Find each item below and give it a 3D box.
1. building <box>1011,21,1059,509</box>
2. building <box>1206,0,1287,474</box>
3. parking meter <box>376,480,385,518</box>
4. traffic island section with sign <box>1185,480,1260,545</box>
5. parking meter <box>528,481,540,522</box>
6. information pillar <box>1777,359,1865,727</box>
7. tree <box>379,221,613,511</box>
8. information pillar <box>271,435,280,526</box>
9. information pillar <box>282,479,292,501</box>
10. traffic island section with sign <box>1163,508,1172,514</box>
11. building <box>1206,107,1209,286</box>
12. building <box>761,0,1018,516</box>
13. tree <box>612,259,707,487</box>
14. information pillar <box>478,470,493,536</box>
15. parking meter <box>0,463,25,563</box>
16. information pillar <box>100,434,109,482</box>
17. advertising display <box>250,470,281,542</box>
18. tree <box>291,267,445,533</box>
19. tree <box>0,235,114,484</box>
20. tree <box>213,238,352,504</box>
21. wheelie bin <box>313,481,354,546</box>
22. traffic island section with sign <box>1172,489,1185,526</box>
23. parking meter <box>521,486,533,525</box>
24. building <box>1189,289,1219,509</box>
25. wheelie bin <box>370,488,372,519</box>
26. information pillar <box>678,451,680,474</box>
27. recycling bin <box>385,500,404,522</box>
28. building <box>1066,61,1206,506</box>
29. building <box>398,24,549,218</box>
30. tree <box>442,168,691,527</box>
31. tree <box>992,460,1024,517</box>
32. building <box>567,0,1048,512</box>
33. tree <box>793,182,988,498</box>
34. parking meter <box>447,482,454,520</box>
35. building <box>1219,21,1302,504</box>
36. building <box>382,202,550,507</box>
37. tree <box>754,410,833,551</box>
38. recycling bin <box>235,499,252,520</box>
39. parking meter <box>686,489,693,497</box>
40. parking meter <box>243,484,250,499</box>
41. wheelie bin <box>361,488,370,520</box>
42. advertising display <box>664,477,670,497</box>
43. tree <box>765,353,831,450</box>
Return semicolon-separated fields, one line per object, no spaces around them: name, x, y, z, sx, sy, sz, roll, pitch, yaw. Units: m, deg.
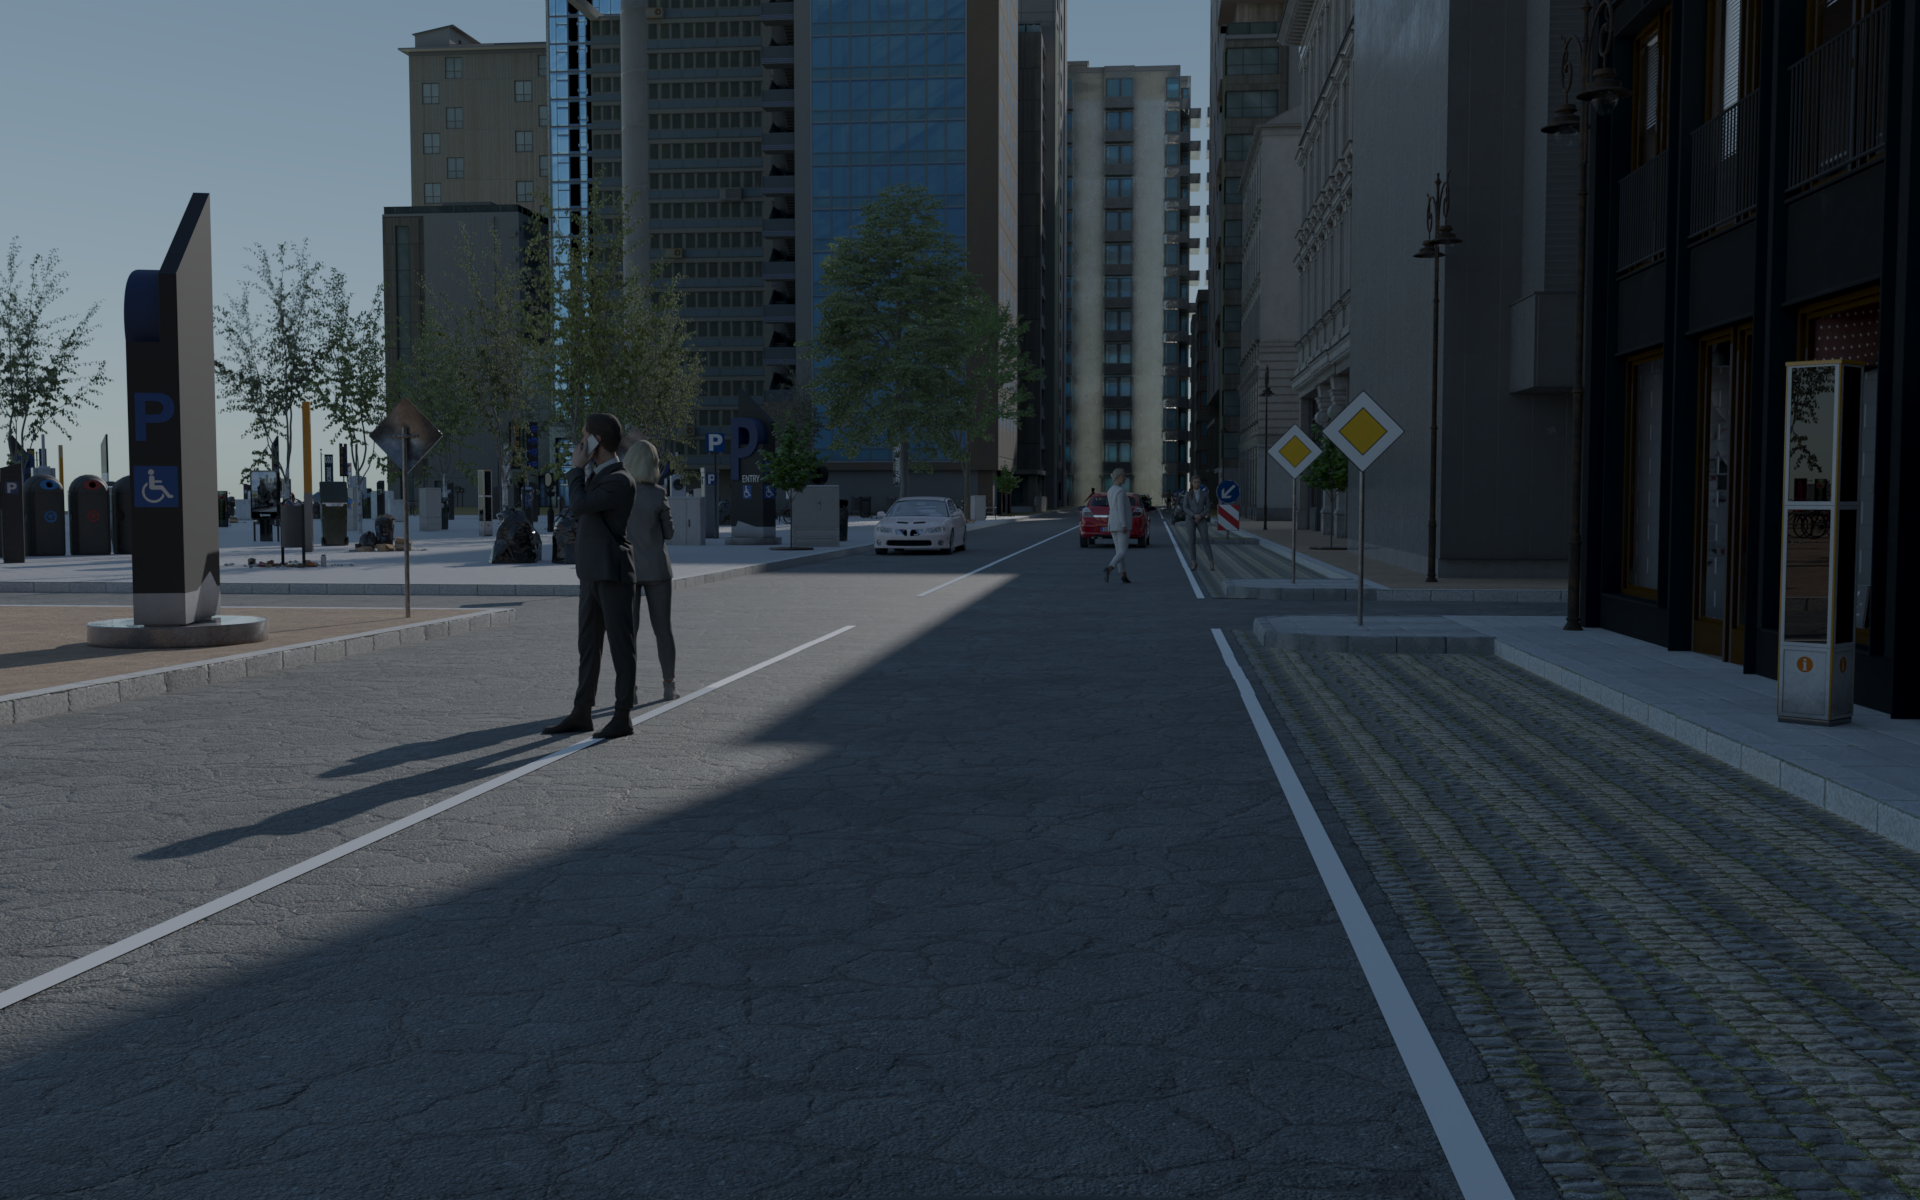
building;0.882;-28.283;146.029;14.154;41.232;14.086;0;4;6
building;32.591;-33.061;129.785;28.713;52.752;27.495;0;4;6
parking meter;-24.621;-4.154;73.636;0.255;1.863;0.399;0;4;-3
traffic island section with sign;7.567;-2.518;49.794;1.989;1.847;2.006;0;4;6
parking meter;-19.562;-4.510;79.445;0.399;1.863;0.255;1;4;9
information pillar;4.801;-0.317;9.668;0.304;2.012;0.304;-3;5;-40
tree;-12.371;-5.866;46.267;4.360;8.622;3.978;0;3;0
information pillar;-27.240;-4.748;68.977;0.183;3.616;0.504;0;4;6
information pillar;-32.119;-4.781;82.657;0.304;2.012;0.304;2;4;32
traffic island section with sign;15.985;-7.179;125.997;1.989;1.847;2.006;0;4;6
building;42.329;-34.939;190.861;30.456;49.044;23.786;0;4;6
building;-3.839;-27.997;107.869;14.600;45.320;14.200;0;4;6
tree;-9.665;-6.340;54.029;4.360;8.622;3.978;0;3;0
information pillar;-14.409;-2.941;52.573;0.304;2.012;0.304;3;5;40
parking meter;-17.640;-1.620;32.197;0.399;1.863;0.255;-2;4;-32
information pillar;-33.391;-4.668;67.675;0.504;3.616;0.183;3;5;40
advertising display;-18.774;-2.545;46.826;0.974;1.923;0.123;2;4;24
tree;-19.514;-6.459;55.959;4.737;8.622;4.395;0;3;0
tree;-27.218;-6.120;50.426;4.360;8.622;3.978;0;3;0
tree;-19.390;-6.041;49.133;4.360;8.622;3.978;0;3;0
wheelie bin;-15.593;-2.148;43.033;0.980;1.594;0.693;-2;4;-24
traffic island section with sign;10.582;-4.183;77.018;1.989;1.847;2.006;0;4;6
parking meter;-14.019;-2.917;56.112;0.372;1.533;0.369;0;3;0
building;35.380;-19.218;159.260;27.650;21.520;28.899;0;4;6
wheelie bin;-30.863;-5.034;90.208;0.980;1.594;0.693;2;4;28
information pillar;-15.186;-6.263;93.758;0.183;3.616;0.504;-1;4;-13
recycling bin;-25.920;-4.095;79.504;0.722;1.027;0.722;-3;5;-40
building;11.449;-35.170;194.634;30.456;49.044;23.786;0;4;6
building;-46.088;-37.542;203.053;27.495;52.752;28.713;0;4;6
tree;-8.536;-5.489;40.102;4.737;8.622;4.395;0;3;0
tree;2.547;-6.384;98.985;1.663;3.219;1.824;0;3;0
building;-9.955;-26.682;128.133;32.217;40.220;23.993;0;4;6
tree;-2.412;-8.906;63.748;7.486;12.596;7.792;0;3;0
parking meter;-25.344;-4.910;85.988;0.399;1.863;0.255;0;4;-5
building;23.494;-20.661;109.507;14.160;30.474;14.107;0;4;6
building;-48.634;-24.679;175.209;14.107;30.474;14.160;0;4;6
tree;-3.945;-2.767;39.845;1.663;3.219;1.824;0;3;0
recycling bin;-35.013;-4.428;84.949;0.722;1.027;0.722;1;4;17
parking meter;-14.314;-5.092;91.657;0.372;1.533;0.369;0;3;0
parking meter;-39.447;-5.517;95.920;0.399;1.863;0.255;1;4;19
wheelie bin;-29.425;-4.675;84.338;0.693;1.594;0.980;0;4;6
advertising display;-11.389;-3.802;67.375;0.123;1.923;0.974;-1;4;-16
tree;-8.439;-8.546;90.095;4.360;8.622;3.978;0;3;0
